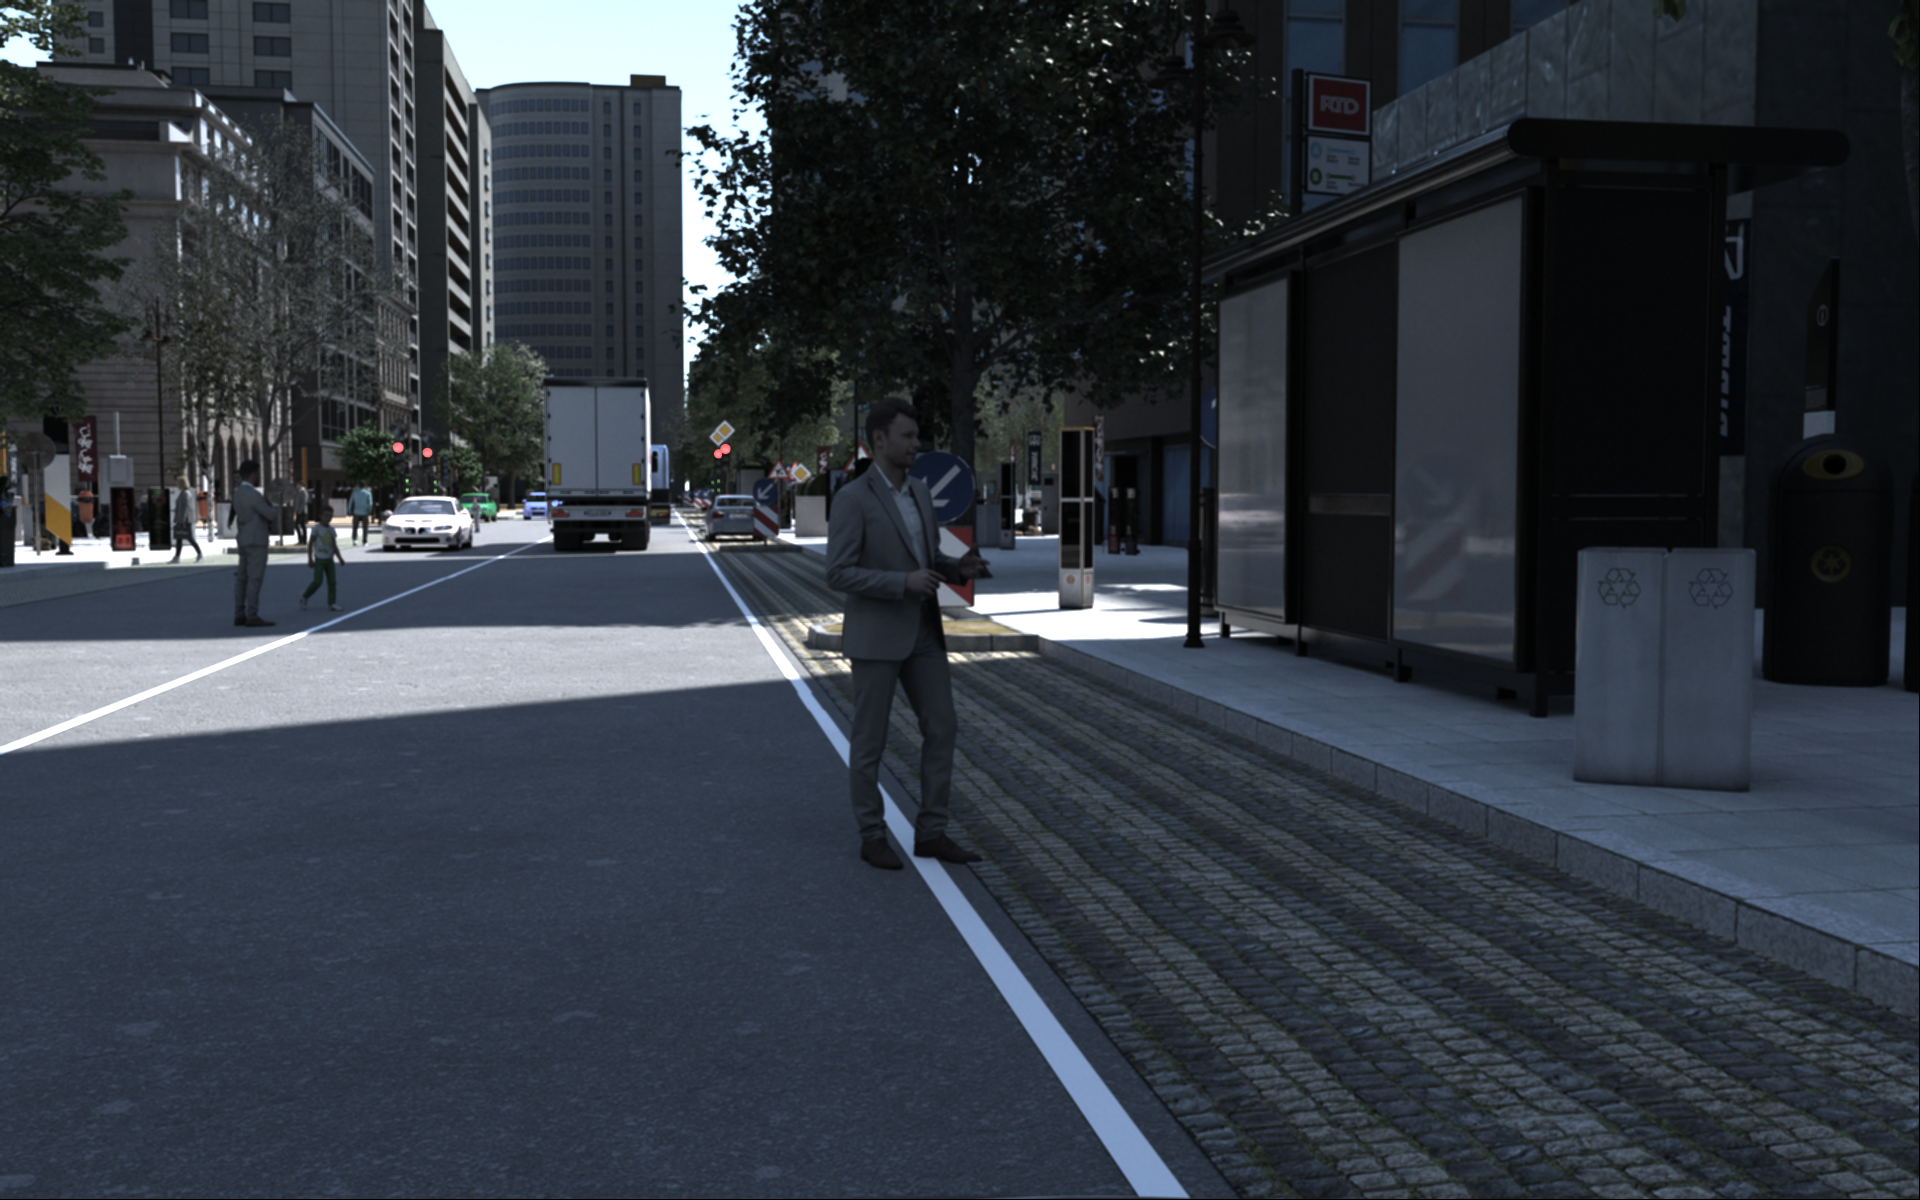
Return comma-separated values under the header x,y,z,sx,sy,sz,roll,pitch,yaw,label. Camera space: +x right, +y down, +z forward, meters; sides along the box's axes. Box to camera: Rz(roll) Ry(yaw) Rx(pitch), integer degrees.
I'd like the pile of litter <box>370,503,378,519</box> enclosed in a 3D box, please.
x,y,z,sx,sy,sz,roll,pitch,yaw,label
-29.617,-4.582,88.880,1.176,0.858,1.719,-2,4,-30,pile of litter

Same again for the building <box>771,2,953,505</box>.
x,y,z,sx,sy,sz,roll,pitch,yaw,label
-11.550,-40.439,203.169,21.231,58.520,28.212,-1,4,-10,building

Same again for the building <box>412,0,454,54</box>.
x,y,z,sx,sy,sz,roll,pitch,yaw,label
-61.009,-33.598,173.035,21.300,48.544,21.600,-1,4,-10,building

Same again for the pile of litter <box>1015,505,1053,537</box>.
x,y,z,sx,sy,sz,roll,pitch,yaw,label
2.016,-2.367,52.670,1.719,0.858,1.176,3,5,45,pile of litter

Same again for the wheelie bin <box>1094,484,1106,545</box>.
x,y,z,sx,sy,sz,roll,pitch,yaw,label
3.324,-2.193,43.771,0.693,1.594,0.980,1,4,9,wheelie bin

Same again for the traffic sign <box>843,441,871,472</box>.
x,y,z,sx,sy,sz,roll,pitch,yaw,label
-2.419,-2.585,42.270,0.884,2.594,0.081,0,4,-4,traffic sign

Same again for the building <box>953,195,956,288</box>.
x,y,z,sx,sy,sz,roll,pitch,yaw,label
-2.066,-36.736,250.745,14.200,45.320,14.600,-1,4,-10,building

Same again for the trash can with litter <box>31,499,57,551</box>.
x,y,z,sx,sy,sz,roll,pitch,yaw,label
-20.767,-1.712,39.375,0.624,1.170,1.055,-1,4,-23,trash can with litter

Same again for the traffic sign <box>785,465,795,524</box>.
x,y,z,sx,sy,sz,roll,pitch,yaw,label
-7.332,-4.574,74.892,0.768,2.556,0.104,0,4,-3,traffic sign

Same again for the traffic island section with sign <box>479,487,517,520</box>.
x,y,z,sx,sy,sz,roll,pitch,yaw,label
-25.782,-5.337,95.885,1.989,1.847,2.006,-1,4,-10,traffic island section with sign

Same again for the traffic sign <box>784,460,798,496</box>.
x,y,z,sx,sy,sz,roll,pitch,yaw,label
-6.353,-4.092,66.909,0.884,2.594,0.081,0,4,-1,traffic sign

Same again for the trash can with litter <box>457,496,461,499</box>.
x,y,z,sx,sy,sz,roll,pitch,yaw,label
-32.502,-6.216,113.024,0.624,1.170,1.055,-1,4,-21,trash can with litter

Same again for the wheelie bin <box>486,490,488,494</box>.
x,y,z,sx,sy,sz,roll,pitch,yaw,label
-34.767,-7.362,128.281,0.980,1.594,0.693,0,4,7,wheelie bin

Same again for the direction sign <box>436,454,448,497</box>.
x,y,z,sx,sy,sz,roll,pitch,yaw,label
-29.569,-6.537,98.885,0.379,3.537,0.876,2,4,29,direction sign

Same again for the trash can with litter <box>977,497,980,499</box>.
x,y,z,sx,sy,sz,roll,pitch,yaw,label
0.648,-6.256,113.337,2.233,1.210,1.678,0,4,6,trash can with litter

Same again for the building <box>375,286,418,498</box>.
x,y,z,sx,sy,sz,roll,pitch,yaw,label
-48.179,-16.399,132.745,10.561,19.102,19.286,-1,4,-10,building

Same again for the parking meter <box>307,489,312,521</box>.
x,y,z,sx,sy,sz,roll,pitch,yaw,label
-30.639,-4.488,81.795,0.372,1.533,0.369,0,3,0,parking meter

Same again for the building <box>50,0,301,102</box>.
x,y,z,sx,sy,sz,roll,pitch,yaw,label
-86.998,-46.247,194.389,20.611,71.187,20.563,-1,4,-10,building

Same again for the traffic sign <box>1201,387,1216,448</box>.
x,y,z,sx,sy,sz,roll,pitch,yaw,label
3.111,-1.232,20.255,0.768,2.556,0.104,0,4,0,traffic sign

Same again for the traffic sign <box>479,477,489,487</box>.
x,y,z,sx,sy,sz,roll,pitch,yaw,label
-34.729,-7.721,126.338,0.768,2.556,0.104,-1,4,-9,traffic sign

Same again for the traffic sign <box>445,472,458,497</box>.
x,y,z,sx,sy,sz,roll,pitch,yaw,label
-29.948,-6.229,101.951,0.768,2.556,0.104,0,4,-4,traffic sign

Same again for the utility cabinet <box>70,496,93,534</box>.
x,y,z,sx,sy,sz,roll,pitch,yaw,label
-28.230,-2.695,55.226,1.020,1.237,0.306,-3,5,-43,utility cabinet

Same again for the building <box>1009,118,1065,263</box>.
x,y,z,sx,sy,sz,roll,pitch,yaw,label
14.987,-36.038,212.916,21.600,48.544,21.300,-1,4,-10,building

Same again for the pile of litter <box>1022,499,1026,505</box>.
x,y,z,sx,sy,sz,roll,pitch,yaw,label
5.276,-8.113,146.606,1.176,0.858,1.719,-1,4,-17,pile of litter

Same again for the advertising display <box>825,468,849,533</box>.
x,y,z,sx,sy,sz,roll,pitch,yaw,label
-3.030,-2.302,42.844,0.123,1.923,0.974,2,4,25,advertising display

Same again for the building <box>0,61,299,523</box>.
x,y,z,sx,sy,sz,roll,pitch,yaw,label
-42.476,-15.020,87.372,13.314,21.916,24.055,-1,4,-10,building

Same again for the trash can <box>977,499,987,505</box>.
x,y,z,sx,sy,sz,roll,pitch,yaw,label
0.373,-2.173,47.179,0.748,1.137,0.748,0,3,0,trash can

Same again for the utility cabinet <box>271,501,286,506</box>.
x,y,z,sx,sy,sz,roll,pitch,yaw,label
-23.749,-2.965,59.633,1.020,1.237,0.306,0,3,0,utility cabinet

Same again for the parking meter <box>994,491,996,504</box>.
x,y,z,sx,sy,sz,roll,pitch,yaw,label
2.330,-6.075,107.744,0.372,1.533,0.369,0,3,0,parking meter

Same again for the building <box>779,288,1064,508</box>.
x,y,z,sx,sy,sz,roll,pitch,yaw,label
-3.722,-20.285,176.705,27.650,21.520,28.899,-1,4,-10,building

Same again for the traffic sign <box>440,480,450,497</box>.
x,y,z,sx,sy,sz,roll,pitch,yaw,label
-30.484,-6.149,102.671,0.606,2.300,0.079,-1,4,-8,traffic sign

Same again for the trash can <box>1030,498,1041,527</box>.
x,y,z,sx,sy,sz,roll,pitch,yaw,label
3.093,-3.469,68.369,0.748,1.137,0.748,0,3,0,trash can

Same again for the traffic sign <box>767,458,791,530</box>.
x,y,z,sx,sy,sz,roll,pitch,yaw,label
-6.498,-3.801,62.147,0.884,2.594,0.081,-1,4,-8,traffic sign

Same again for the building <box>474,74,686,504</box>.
x,y,z,sx,sy,sz,roll,pitch,yaw,label
-53.375,-42.989,244.874,28.212,58.520,21.231,-1,4,-10,building

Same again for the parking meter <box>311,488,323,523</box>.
x,y,z,sx,sy,sz,roll,pitch,yaw,label
-28.881,-4.256,78.003,0.372,1.533,0.369,0,3,0,parking meter

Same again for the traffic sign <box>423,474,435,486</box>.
x,y,z,sx,sy,sz,roll,pitch,yaw,label
-26.943,-5.246,87.897,0.606,2.300,0.079,0,4,0,traffic sign

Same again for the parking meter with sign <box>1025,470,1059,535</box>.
x,y,z,sx,sy,sz,roll,pitch,yaw,label
2.925,-3.580,54.789,1.738,3.016,0.543,1,4,16,parking meter with sign

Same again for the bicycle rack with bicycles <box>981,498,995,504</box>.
x,y,z,sx,sy,sz,roll,pitch,yaw,label
3.139,-8.375,150.312,2.852,0.926,2.925,0,4,-7,bicycle rack with bicycles

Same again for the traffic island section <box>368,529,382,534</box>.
x,y,z,sx,sy,sz,roll,pitch,yaw,label
-20.584,-2.534,63.710,2.009,0.180,2.903,-1,4,-10,traffic island section

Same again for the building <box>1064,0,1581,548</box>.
x,y,z,sx,sy,sz,roll,pitch,yaw,label
11.085,-24.108,44.282,14.600,45.320,14.200,-1,4,-10,building

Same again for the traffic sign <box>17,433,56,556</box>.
x,y,z,sx,sy,sz,roll,pitch,yaw,label
-19.139,-2.189,35.901,0.768,2.556,0.104,0,4,-5,traffic sign

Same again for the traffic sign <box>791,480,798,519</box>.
x,y,z,sx,sy,sz,roll,pitch,yaw,label
-8.684,-5.354,89.661,0.606,2.300,0.079,0,3,0,traffic sign

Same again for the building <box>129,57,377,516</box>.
x,y,z,sx,sy,sz,roll,pitch,yaw,label
-46.440,-19.410,110.854,14.314,27.812,24.014,-1,4,-10,building

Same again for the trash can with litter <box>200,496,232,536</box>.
x,y,z,sx,sy,sz,roll,pitch,yaw,label
-22.186,-2.587,53.353,2.233,1.210,1.678,-1,4,-22,trash can with litter

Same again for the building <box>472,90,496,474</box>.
x,y,z,sx,sy,sz,roll,pitch,yaw,label
-65.170,-35.129,198.053,21.600,48.544,21.300,-1,4,-10,building

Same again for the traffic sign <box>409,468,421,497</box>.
x,y,z,sx,sy,sz,roll,pitch,yaw,label
-27.005,-5.230,85.615,0.768,2.556,0.104,0,4,-4,traffic sign

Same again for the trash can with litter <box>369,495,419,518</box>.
x,y,z,sx,sy,sz,roll,pitch,yaw,label
-30.697,-5.027,93.244,2.233,1.210,1.678,1,4,8,trash can with litter

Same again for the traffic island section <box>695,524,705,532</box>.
x,y,z,sx,sy,sz,roll,pitch,yaw,label
-10.213,-3.137,73.579,2.009,0.180,2.903,-1,4,-10,traffic island section

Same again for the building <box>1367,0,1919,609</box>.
x,y,z,sx,sy,sz,roll,pitch,yaw,label
20.569,-42.874,13.658,22.319,86.520,31.000,-1,4,-10,building

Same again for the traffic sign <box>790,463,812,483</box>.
x,y,z,sx,sy,sz,roll,pitch,yaw,label
-5.866,-3.832,63.842,0.795,2.450,0.064,0,4,-6,traffic sign

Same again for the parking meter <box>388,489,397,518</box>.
x,y,z,sx,sy,sz,roll,pitch,yaw,label
-25.664,-4.274,78.287,0.372,1.533,0.369,0,3,0,parking meter

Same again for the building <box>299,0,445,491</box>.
x,y,z,sx,sy,sz,roll,pitch,yaw,label
-56.627,-43.615,151.350,20.563,71.187,20.611,-1,4,-10,building

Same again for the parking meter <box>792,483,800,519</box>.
x,y,z,sx,sy,sz,roll,pitch,yaw,label
-8.312,-5.021,87.803,0.255,1.863,0.399,2,4,26,parking meter

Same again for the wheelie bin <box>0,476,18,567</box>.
x,y,z,sx,sy,sz,roll,pitch,yaw,label
-17.057,-1.379,30.450,0.980,1.594,0.693,0,4,2,wheelie bin

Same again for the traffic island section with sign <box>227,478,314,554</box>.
x,y,z,sx,sy,sz,roll,pitch,yaw,label
-16.551,-2.046,42.088,1.989,1.847,2.006,-1,4,-10,traffic island section with sign

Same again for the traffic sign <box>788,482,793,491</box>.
x,y,z,sx,sy,sz,roll,pitch,yaw,label
-8.670,-5.336,87.345,0.768,2.556,0.104,0,4,-7,traffic sign

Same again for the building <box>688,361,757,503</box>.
x,y,z,sx,sy,sz,roll,pitch,yaw,label
-25.118,-25.037,254.398,28.899,21.520,27.650,-1,4,-10,building

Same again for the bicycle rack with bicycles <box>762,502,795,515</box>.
x,y,z,sx,sy,sz,roll,pitch,yaw,label
-8.340,-4.017,79.062,2.852,0.926,2.925,-1,4,-15,bicycle rack with bicycles

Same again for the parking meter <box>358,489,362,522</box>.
x,y,z,sx,sy,sz,roll,pitch,yaw,label
-30.147,-4.810,87.055,0.372,1.533,0.369,0,3,0,parking meter
